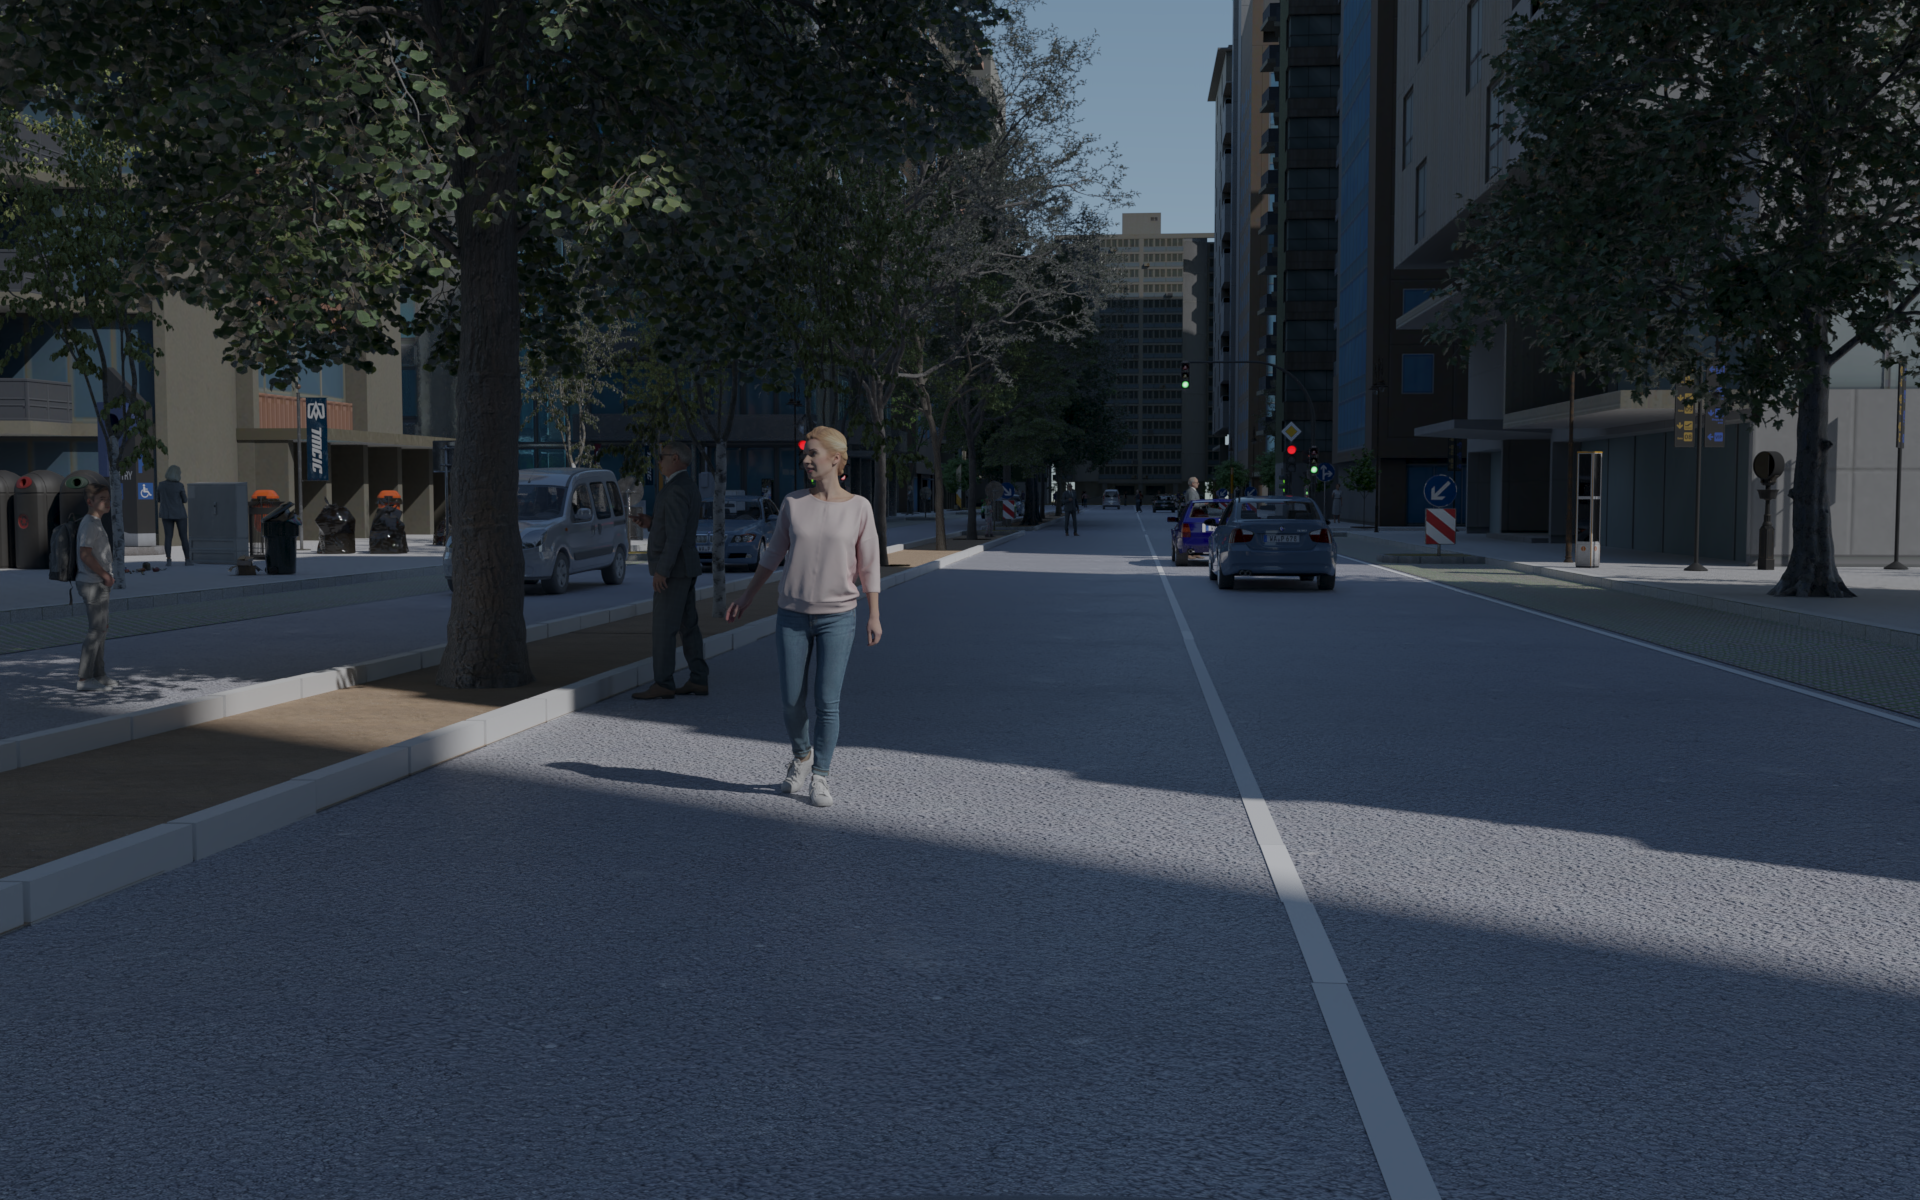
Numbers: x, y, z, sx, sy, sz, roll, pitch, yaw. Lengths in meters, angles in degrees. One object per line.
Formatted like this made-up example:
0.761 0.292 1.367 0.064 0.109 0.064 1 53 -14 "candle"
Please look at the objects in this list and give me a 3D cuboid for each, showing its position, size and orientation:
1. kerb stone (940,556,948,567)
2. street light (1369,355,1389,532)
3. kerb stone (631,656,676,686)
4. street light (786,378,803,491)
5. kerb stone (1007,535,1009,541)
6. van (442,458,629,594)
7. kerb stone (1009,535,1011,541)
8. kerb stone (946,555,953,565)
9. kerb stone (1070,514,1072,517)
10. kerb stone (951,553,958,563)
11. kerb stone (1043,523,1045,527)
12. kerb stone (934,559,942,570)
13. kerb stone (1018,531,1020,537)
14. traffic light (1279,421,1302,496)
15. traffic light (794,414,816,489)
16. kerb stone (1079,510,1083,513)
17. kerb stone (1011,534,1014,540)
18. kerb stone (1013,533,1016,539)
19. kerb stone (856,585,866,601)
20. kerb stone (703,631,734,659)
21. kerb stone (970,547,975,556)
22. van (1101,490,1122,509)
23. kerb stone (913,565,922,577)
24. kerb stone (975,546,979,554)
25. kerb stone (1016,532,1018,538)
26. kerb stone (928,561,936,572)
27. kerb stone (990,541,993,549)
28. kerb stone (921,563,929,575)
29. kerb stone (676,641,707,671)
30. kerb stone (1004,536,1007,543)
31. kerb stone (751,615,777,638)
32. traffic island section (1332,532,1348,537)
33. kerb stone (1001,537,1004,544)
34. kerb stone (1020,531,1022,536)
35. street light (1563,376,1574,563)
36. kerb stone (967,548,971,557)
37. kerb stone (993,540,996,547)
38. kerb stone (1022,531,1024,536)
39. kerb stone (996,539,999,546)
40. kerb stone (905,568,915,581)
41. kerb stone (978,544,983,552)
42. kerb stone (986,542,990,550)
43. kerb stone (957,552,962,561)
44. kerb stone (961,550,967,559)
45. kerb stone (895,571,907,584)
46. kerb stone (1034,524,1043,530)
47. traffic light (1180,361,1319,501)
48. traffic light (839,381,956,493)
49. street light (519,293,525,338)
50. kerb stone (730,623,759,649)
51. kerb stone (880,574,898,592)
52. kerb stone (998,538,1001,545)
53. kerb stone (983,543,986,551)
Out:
-0.404 -0.708 33.805 0.120 0.150 1.000 0 4 6 "kerb stone"
13.928 -5.197 57.752 0.468 5.910 1.993 0 4 6 "street light"
-2.405 0.540 13.394 0.120 0.150 1.000 0 4 6 "kerb stone"
-6.564 -5.886 69.025 0.468 5.910 1.993 0 4 6 "street light"
1.286 -1.772 51.164 0.120 0.150 1.000 0 4 6 "kerb stone"
-6.336 -1.168 26.113 2.013 2.044 4.112 0 4 7 "van"
1.380 -1.834 52.187 0.120 0.150 1.000 0 4 6 "kerb stone"
-0.310 -0.771 34.830 0.120 0.150 1.000 0 4 6 "kerb stone"
6.529 -5.047 104.750 0.120 0.150 1.000 0 4 6 "kerb stone"
-0.212 -0.835 35.848 0.120 0.150 1.000 0 4 6 "kerb stone"
3.335 -3.045 72.080 0.120 0.150 1.000 0 4 6 "kerb stone"
-0.511 -0.647 32.777 0.120 0.150 1.000 0 4 6 "kerb stone"
1.787 -2.083 56.255 0.120 0.150 1.000 0 4 6 "kerb stone"
12.758 -4.770 66.915 0.839 4.253 0.868 0 4 6 "traffic light"
-5.398 -4.387 60.644 0.839 4.253 0.868 0 4 6 "traffic light"
8.819 -6.485 128.228 0.120 0.150 1.000 0 4 6 "kerb stone"
1.485 -1.895 53.204 0.120 0.150 1.000 0 4 6 "kerb stone"
1.582 -1.955 54.221 0.120 0.150 1.000 0 4 6 "kerb stone"
-1.407 -0.083 23.591 0.120 0.150 1.000 0 4 6 "kerb stone"
-2.206 0.414 15.428 0.120 0.150 1.000 0 4 6 "kerb stone"
0.192 -1.083 39.930 0.120 0.150 1.000 0 4 6 "kerb stone"
14.239 -9.539 162.973 2.013 2.044 4.112 0 4 5 "van"
-0.812 -0.458 29.720 0.120 0.150 1.000 0 4 6 "kerb stone"
0.289 -1.147 40.949 0.120 0.150 1.000 0 4 6 "kerb stone"
1.688 -2.020 55.238 0.120 0.150 1.000 0 4 6 "kerb stone"
-0.609 -0.585 31.760 0.120 0.150 1.000 0 4 6 "kerb stone"
0.692 -1.397 45.033 0.120 0.150 1.000 0 4 6 "kerb stone"
-0.709 -0.523 30.743 0.120 0.150 1.000 0 4 6 "kerb stone"
-2.308 0.477 14.411 0.120 0.150 1.000 0 4 6 "kerb stone"
1.180 -1.710 50.147 0.120 0.150 1.000 0 4 6 "kerb stone"
-2.011 0.289 17.475 0.120 0.150 1.000 0 4 6 "kerb stone"
12.021 -2.251 59.078 2.009 0.180 2.903 0 4 6 "traffic island section"
1.085 -1.644 49.124 0.120 0.150 1.000 0 4 6 "kerb stone"
1.879 -2.146 57.282 0.120 0.150 1.000 0 4 6 "kerb stone"
11.381 -3.635 32.220 0.468 5.910 1.993 0 4 6 "street light"
0.089 -1.018 38.913 0.120 0.150 1.000 0 4 6 "kerb stone"
0.794 -1.459 46.057 0.120 0.150 1.000 0 4 6 "kerb stone"
1.990 -2.204 58.299 0.120 0.150 1.000 0 4 6 "kerb stone"
0.885 -1.517 47.079 0.120 0.150 1.000 0 4 6 "kerb stone"
-0.906 -0.395 28.701 0.120 0.150 1.000 0 4 6 "kerb stone"
0.389 -1.207 41.966 0.120 0.150 1.000 0 4 6 "kerb stone"
0.589 -1.335 44.016 0.120 0.150 1.000 0 4 6 "kerb stone"
-0.111 -0.897 36.869 0.120 0.150 1.000 0 4 6 "kerb stone"
-0.012 -0.960 37.894 0.120 0.150 1.000 0 4 6 "kerb stone"
-1.012 -0.335 27.677 0.120 0.150 1.000 0 4 6 "kerb stone"
3.230 -2.987 71.061 0.120 0.150 1.000 0 4 6 "kerb stone"
9.891 -5.160 59.030 4.771 5.953 1.251 0 4 6 "traffic light"
-2.531 -5.734 68.423 4.771 5.953 1.251 0 4 6 "traffic light"
-9.705 -3.964 37.607 0.468 5.910 1.993 0 4 6 "street light"
-2.097 0.355 16.457 0.120 0.150 1.000 0 4 6 "kerb stone"
-1.118 -0.268 26.650 0.120 0.150 1.000 0 4 6 "kerb stone"
0.985 -1.583 48.104 0.120 0.150 1.000 0 4 6 "kerb stone"
0.490 -1.272 42.989 0.120 0.150 1.000 0 4 6 "kerb stone"
